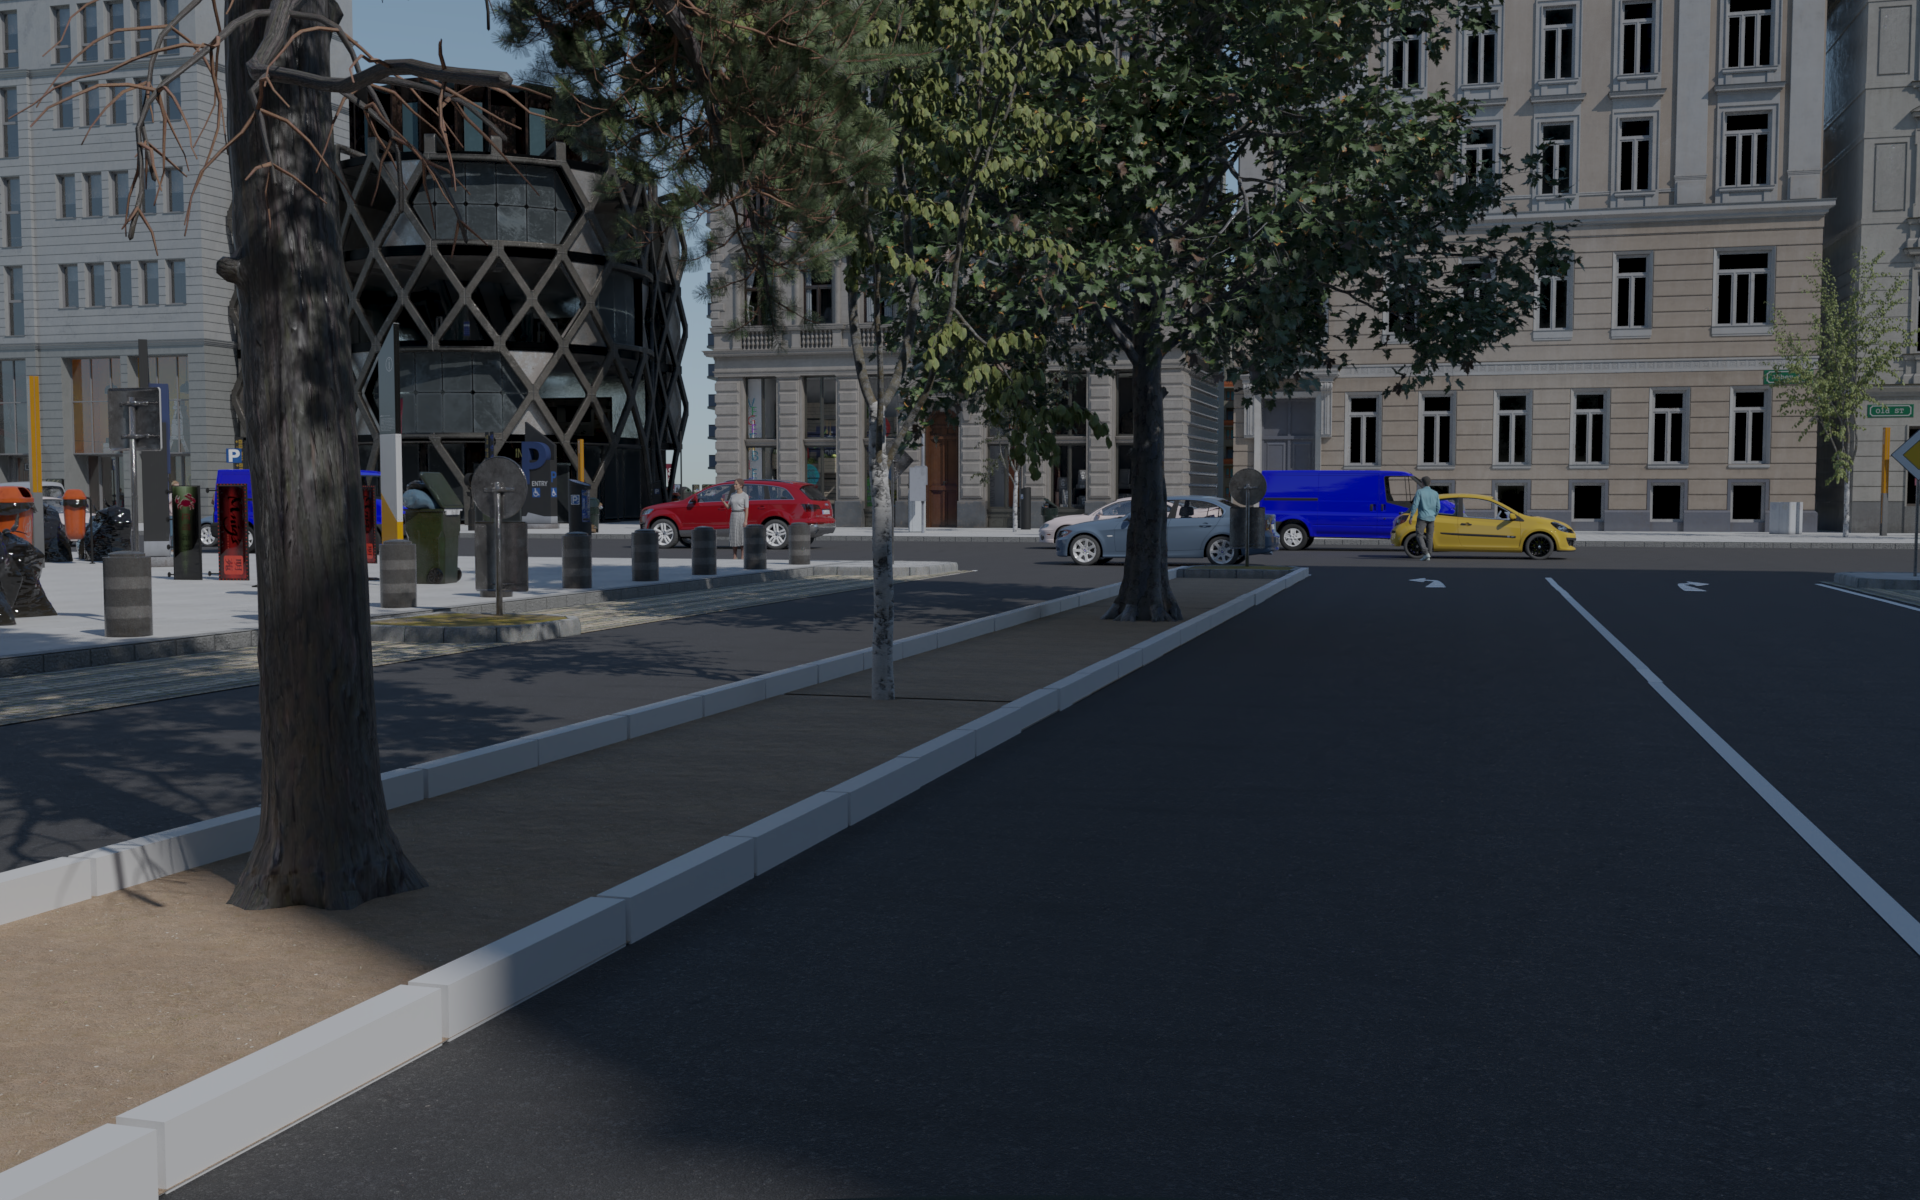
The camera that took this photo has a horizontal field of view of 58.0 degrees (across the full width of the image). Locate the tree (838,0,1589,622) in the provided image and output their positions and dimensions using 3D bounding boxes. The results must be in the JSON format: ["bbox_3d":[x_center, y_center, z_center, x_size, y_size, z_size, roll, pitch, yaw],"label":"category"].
[{"bbox_3d":[2.156,-6.119,19.508,9.611,12.733,9.660,0,3,0],"label":"tree"}]

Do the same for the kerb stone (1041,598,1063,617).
[{"bbox_3d":[1.015,0.108,20.438,0.120,0.150,1.000,1,4,16],"label":"kerb stone"}]

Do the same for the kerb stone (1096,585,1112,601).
[{"bbox_3d":[1.870,-0.074,23.401,0.120,0.150,1.000,1,4,16],"label":"kerb stone"}]

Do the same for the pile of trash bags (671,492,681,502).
[{"bbox_3d":[-13.447,-4.901,89.889,3.447,1.369,1.912,1,4,8],"label":"pile of trash bags"}]

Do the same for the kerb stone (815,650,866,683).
[{"bbox_3d":[-0.979,0.531,13.518,0.120,0.150,1.000,1,4,16],"label":"kerb stone"}]

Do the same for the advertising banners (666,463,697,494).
[{"bbox_3d":[-15.824,-6.304,99.261,2.074,3.025,0.090,-1,4,-13],"label":"advertising banners"}]

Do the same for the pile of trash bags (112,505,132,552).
[{"bbox_3d":[-16.813,-1.421,32.986,1.912,1.369,3.447,-2,4,-27],"label":"pile of trash bags"}]

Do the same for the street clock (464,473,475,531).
[{"bbox_3d":[-17.047,-3.416,60.420,0.358,2.002,0.471,2,4,28],"label":"street clock"}]

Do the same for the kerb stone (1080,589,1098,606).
[{"bbox_3d":[1.594,-0.013,22.414,0.120,0.150,1.000,1,4,16],"label":"kerb stone"}]

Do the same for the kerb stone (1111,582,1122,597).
[{"bbox_3d":[2.153,-0.134,24.386,0.120,0.150,1.000,1,4,16],"label":"kerb stone"}]

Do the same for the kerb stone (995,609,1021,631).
[{"bbox_3d":[0.447,0.228,18.462,0.120,0.150,1.000,1,4,16],"label":"kerb stone"}]

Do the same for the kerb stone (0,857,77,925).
[{"bbox_3d":[-3.254,1.013,5.630,0.120,0.150,1.000,1,4,16],"label":"kerb stone"}]

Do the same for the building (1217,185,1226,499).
[{"bbox_3d":[13.999,-33.370,169.306,21.600,48.544,21.300,1,4,16],"label":"building"}]

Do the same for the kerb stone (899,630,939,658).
[{"bbox_3d":[-0.411,0.409,15.502,0.120,0.150,1.000,1,4,16],"label":"kerb stone"}]

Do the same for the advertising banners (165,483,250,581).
[{"bbox_3d":[-10.802,-1.801,25.627,2.074,3.025,0.090,1,4,10],"label":"advertising banners"}]

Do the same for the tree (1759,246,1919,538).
[{"bbox_3d":[25.918,-6.151,50.934,4.737,8.622,4.395,0,3,0],"label":"tree"}]

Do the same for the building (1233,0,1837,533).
[{"bbox_3d":[20.887,-17.093,65.382,20.117,28.700,13.634,1,4,16],"label":"building"}]

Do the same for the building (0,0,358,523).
[{"bbox_3d":[-44.997,-18.679,82.889,29.804,29.767,11.434,1,4,16],"label":"building"}]

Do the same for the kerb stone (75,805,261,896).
[{"bbox_3d":[-2.971,0.956,6.619,0.120,0.150,1.000,1,4,16],"label":"kerb stone"}]

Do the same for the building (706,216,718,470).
[{"bbox_3d":[-10.306,-38.758,175.700,28.212,58.520,21.231,1,4,16],"label":"building"}]

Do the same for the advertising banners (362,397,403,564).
[{"bbox_3d":[-10.973,-2.187,31.945,2.074,3.025,0.090,2,4,30],"label":"advertising banners"}]

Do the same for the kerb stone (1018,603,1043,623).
[{"bbox_3d":[0.725,0.168,19.453,0.120,0.150,1.000,1,4,16],"label":"kerb stone"}]

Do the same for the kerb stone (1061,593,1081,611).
[{"bbox_3d":[1.302,0.047,21.432,0.120,0.150,1.000,1,4,16],"label":"kerb stone"}]

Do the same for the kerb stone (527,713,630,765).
[{"bbox_3d":[-2.127,0.774,9.577,0.120,0.150,1.000,1,4,16],"label":"kerb stone"}]

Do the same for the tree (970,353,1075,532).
[{"bbox_3d":[1.888,-6.610,58.440,4.360,8.622,3.978,0,3,0],"label":"tree"}]

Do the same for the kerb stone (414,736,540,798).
[{"bbox_3d":[-2.404,0.833,8.591,0.120,0.150,1.000,1,4,16],"label":"kerb stone"}]

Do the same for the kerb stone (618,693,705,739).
[{"bbox_3d":[-1.836,0.713,10.565,0.120,0.150,1.000,1,4,16],"label":"kerb stone"}]

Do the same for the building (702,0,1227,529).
[{"bbox_3d":[0.562,-14.706,69.315,19.941,23.489,11.050,1,4,16],"label":"building"}]

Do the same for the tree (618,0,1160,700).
[{"bbox_3d":[-0.561,-3.591,11.530,4.737,8.622,4.395,0,3,0],"label":"tree"}]

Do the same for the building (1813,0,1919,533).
[{"bbox_3d":[52.118,-17.206,57.728,44.131,29.872,17.030,1,4,16],"label":"building"}]

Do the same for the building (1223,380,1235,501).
[{"bbox_3d":[36.764,-23.791,234.029,28.899,21.520,27.650,1,4,16],"label":"building"}]

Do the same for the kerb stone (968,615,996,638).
[{"bbox_3d":[0.155,0.289,17.475,0.120,0.150,1.000,1,4,16],"label":"kerb stone"}]

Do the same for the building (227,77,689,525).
[{"bbox_3d":[-21.900,-12.952,79.209,16.811,18.784,16.820,1,4,16],"label":"building"}]

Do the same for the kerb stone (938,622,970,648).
[{"bbox_3d":[-0.123,0.349,16.489,0.120,0.150,1.000,1,4,16],"label":"kerb stone"}]

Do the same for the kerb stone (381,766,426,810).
[{"bbox_3d":[-2.696,0.892,7.606,0.120,0.150,1.000,1,4,16],"label":"kerb stone"}]

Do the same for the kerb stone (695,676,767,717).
[{"bbox_3d":[-1.549,0.652,11.550,0.120,0.150,1.000,1,4,16],"label":"kerb stone"}]

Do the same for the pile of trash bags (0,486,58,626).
[{"bbox_3d":[-10.398,-0.505,18.017,1.912,1.369,3.447,-1,4,-10],"label":"pile of trash bags"}]

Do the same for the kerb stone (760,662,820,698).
[{"bbox_3d":[-1.267,0.591,12.535,0.120,0.150,1.000,1,4,16],"label":"kerb stone"}]

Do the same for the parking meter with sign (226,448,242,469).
[{"bbox_3d":[-27.373,-4.238,65.552,0.543,3.016,1.738,-2,4,-28],"label":"parking meter with sign"}]

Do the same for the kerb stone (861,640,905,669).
[{"bbox_3d":[-0.694,0.471,14.502,0.120,0.150,1.000,1,4,16],"label":"kerb stone"}]

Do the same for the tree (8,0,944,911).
[{"bbox_3d":[-2.357,-4.976,5.871,6.751,12.117,7.091,0,3,0],"label":"tree"}]
